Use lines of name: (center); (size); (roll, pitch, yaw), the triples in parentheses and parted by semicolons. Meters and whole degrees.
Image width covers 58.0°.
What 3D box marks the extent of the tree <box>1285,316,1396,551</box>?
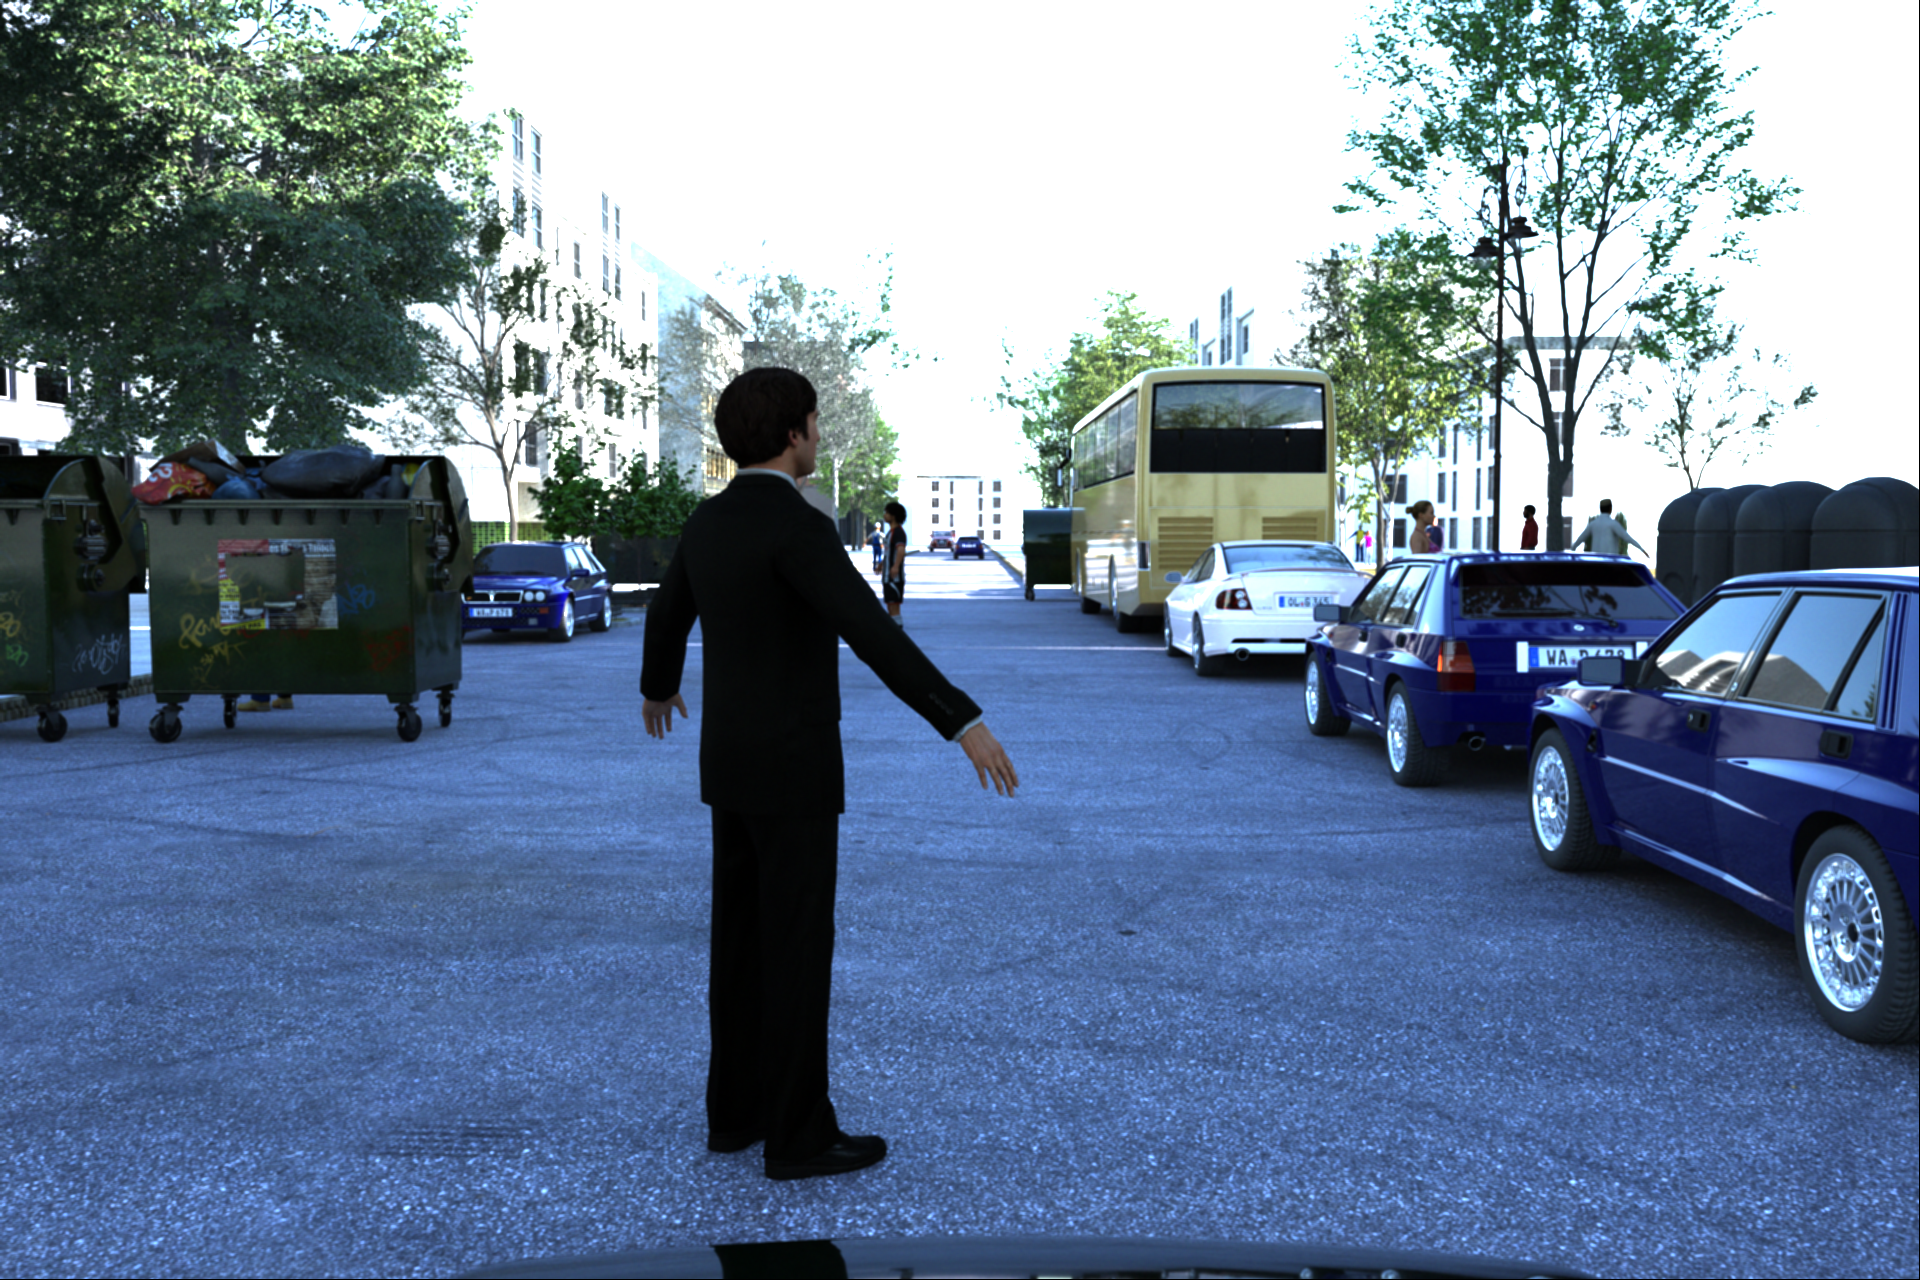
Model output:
tree: (12.617, -6.556, 57.561); (4.737, 8.622, 4.395); (0, 3, 0)

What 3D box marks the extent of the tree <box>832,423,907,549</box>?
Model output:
tree: (-8.312, -13.843, 152.089); (9.928, 11.665, 9.643); (0, 3, 0)

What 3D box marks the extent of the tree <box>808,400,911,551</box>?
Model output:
tree: (-7.818, -12.458, 129.451); (9.928, 11.665, 9.643); (0, 3, 0)

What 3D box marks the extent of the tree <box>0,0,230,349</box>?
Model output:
tree: (-12.210, -5.143, 18.500); (7.601, 10.594, 8.767); (3, 5, 42)

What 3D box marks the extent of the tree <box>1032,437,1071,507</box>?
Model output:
tree: (6.471, -10.383, 120.128); (4.360, 8.622, 3.978); (0, 3, 0)

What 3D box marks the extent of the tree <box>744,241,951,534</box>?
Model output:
tree: (-6.625, -15.606, 111.055); (12.611, 20.169, 13.585); (0, 3, 0)

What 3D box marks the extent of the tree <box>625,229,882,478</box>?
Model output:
tree: (-8.367, -9.785, 70.355); (12.009, 13.543, 11.850); (0, 3, 0)

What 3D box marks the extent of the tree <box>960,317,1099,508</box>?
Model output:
tree: (5.932, -18.149, 152.624); (12.611, 20.169, 13.585); (0, 3, 0)

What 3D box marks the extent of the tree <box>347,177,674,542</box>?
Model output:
tree: (-11.478, -6.717, 44.228); (8.767, 10.594, 7.601); (-2, 4, -32)

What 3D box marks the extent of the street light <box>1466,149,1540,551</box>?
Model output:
street light: (6.635, -2.969, 21.331); (0.468, 5.910, 1.993); (0, 4, 1)

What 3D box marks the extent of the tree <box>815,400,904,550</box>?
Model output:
tree: (-8.589, -13.585, 140.234); (7.486, 12.596, 7.792); (0, 3, 0)

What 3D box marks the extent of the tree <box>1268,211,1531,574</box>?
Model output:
tree: (12.136, -7.015, 49.107); (8.767, 10.594, 7.601); (2, 4, 33)

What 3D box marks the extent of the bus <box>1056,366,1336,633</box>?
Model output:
bus: (3.417, -2.226, 27.947); (2.896, 3.916, 12.252); (0, 4, -1)

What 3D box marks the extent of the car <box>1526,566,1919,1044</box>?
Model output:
car: (3.363, 0.390, 6.209); (1.945, 1.354, 3.894); (0, 4, 0)

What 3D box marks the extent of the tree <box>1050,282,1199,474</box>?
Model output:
tree: (7.655, -9.811, 78.538); (7.486, 12.596, 7.792); (0, 3, 0)

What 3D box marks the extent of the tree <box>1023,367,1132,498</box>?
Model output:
tree: (7.548, -9.773, 94.208); (8.767, 10.594, 7.601); (-1, 4, -18)

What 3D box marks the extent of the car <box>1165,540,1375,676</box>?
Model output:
car: (3.321, -0.394, 18.806); (2.083, 1.381, 4.827); (0, 4, 1)

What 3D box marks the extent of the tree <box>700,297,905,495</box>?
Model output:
tree: (-8.481, -11.001, 90.239); (12.009, 13.543, 11.850); (0, 3, 0)

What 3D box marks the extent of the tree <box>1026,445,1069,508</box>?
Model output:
tree: (7.636, -11.593, 139.910); (4.737, 8.622, 4.395); (0, 3, 0)

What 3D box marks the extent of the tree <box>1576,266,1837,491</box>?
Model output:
tree: (25.441, -7.650, 59.484); (8.767, 10.594, 7.601); (2, 4, 25)

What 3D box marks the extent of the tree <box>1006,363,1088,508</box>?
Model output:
tree: (6.643, -10.943, 104.677); (9.928, 11.665, 9.643); (0, 3, 0)

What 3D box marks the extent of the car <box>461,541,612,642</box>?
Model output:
car: (-6.026, -0.708, 24.155); (1.945, 1.354, 3.894); (0, 3, 0)

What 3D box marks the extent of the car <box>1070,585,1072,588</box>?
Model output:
car: (3.763, -1.967, 44.747); (1.945, 1.354, 3.894); (0, 4, 0)

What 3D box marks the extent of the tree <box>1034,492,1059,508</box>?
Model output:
tree: (12.965, -17.776, 241.003); (4.360, 8.622, 3.978); (0, 3, 0)

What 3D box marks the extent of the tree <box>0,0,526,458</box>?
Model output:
tree: (-12.216, -7.481, 28.963); (9.857, 13.997, 8.962); (0, 3, 0)

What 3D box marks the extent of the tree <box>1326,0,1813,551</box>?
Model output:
tree: (9.921, -6.287, 28.542); (9.928, 11.665, 9.643); (0, 3, 0)

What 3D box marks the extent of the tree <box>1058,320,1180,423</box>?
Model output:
tree: (5.613, -6.739, 60.541); (4.737, 8.622, 4.395); (0, 3, 0)

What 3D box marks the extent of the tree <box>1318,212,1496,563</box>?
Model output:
tree: (10.285, -5.530, 40.785); (4.737, 8.622, 4.395); (0, 3, 0)

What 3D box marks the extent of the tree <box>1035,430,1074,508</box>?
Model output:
tree: (6.935, -9.889, 112.050); (4.360, 8.622, 3.978); (0, 3, 0)

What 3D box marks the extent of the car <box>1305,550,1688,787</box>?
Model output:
car: (3.349, 0.087, 11.157); (1.945, 1.354, 3.894); (0, 4, 0)
